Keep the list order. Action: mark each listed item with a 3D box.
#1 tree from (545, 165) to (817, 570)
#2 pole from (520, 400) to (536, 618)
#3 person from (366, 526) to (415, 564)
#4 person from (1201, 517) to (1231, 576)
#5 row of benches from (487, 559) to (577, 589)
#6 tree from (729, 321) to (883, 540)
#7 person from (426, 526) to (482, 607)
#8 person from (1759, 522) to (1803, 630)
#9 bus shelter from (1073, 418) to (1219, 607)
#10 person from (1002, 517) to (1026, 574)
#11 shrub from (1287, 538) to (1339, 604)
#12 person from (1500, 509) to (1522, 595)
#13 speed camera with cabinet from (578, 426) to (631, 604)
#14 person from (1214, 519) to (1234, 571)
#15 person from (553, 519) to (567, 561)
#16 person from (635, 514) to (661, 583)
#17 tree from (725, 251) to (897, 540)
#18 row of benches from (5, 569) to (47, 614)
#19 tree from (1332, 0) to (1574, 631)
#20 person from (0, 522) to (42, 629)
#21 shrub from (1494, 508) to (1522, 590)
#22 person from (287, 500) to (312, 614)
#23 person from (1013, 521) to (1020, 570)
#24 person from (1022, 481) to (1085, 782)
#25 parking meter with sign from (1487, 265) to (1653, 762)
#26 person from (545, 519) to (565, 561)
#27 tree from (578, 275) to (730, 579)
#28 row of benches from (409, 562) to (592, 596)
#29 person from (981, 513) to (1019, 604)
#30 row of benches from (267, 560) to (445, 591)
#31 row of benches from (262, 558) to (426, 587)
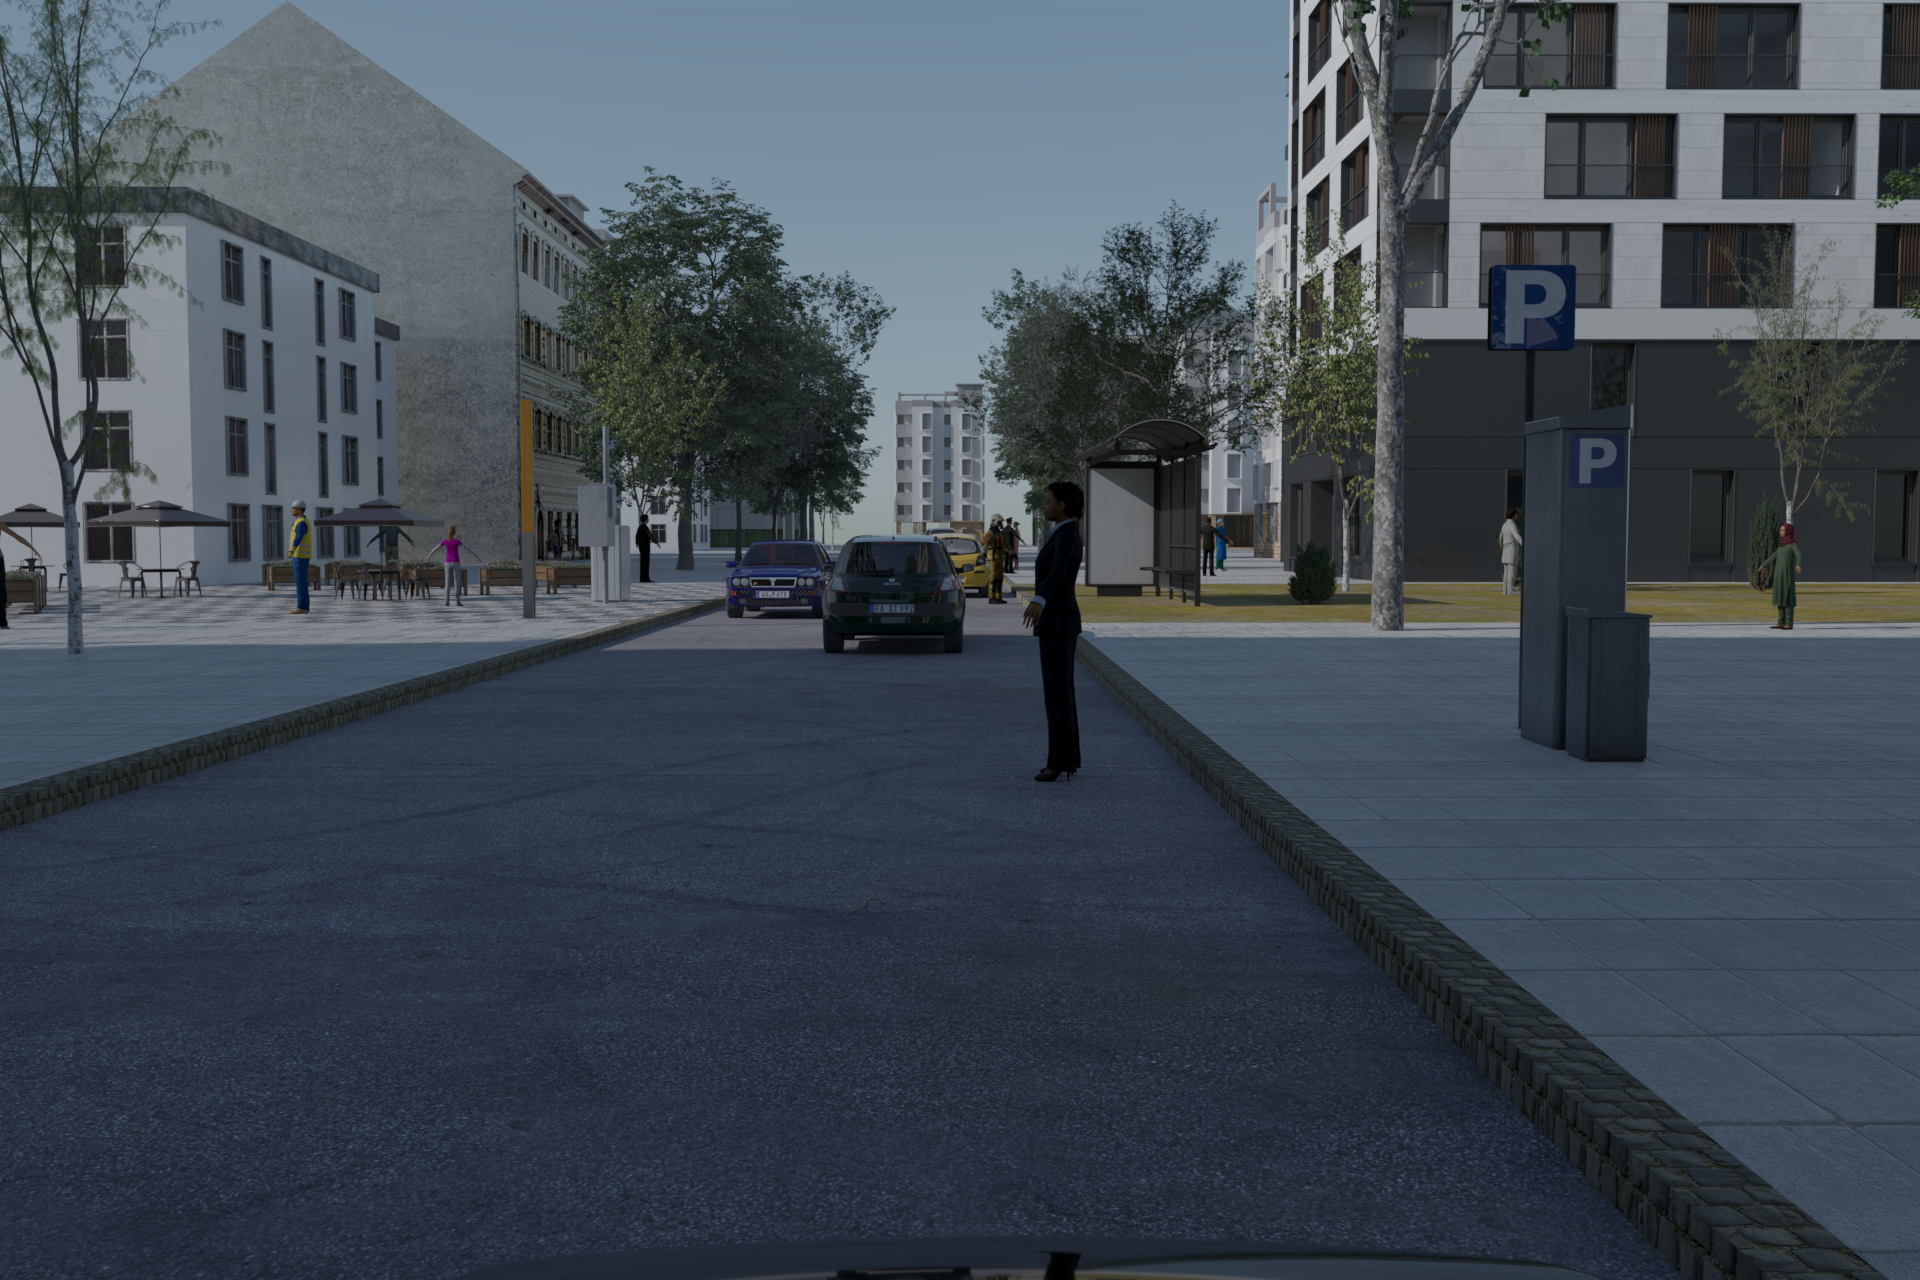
[{"bbox_3d":[-9.714,-9.474,61.556,9.857,13.997,8.962,0,3,0],"label":"tree"},{"bbox_3d":[-6.586,-1.991,26.402,0.158,3.312,0.155,0,3,0],"label":"pole"},{"bbox_3d":[-15.729,-2.547,47.917,1.348,1.796,0.705,0,4,2],"label":"person"},{"bbox_3d":[7.612,-2.857,52.942,1.346,1.802,0.704,2,4,30],"label":"person"},{"bbox_3d":[-10.415,-1.632,42.139,1.422,0.672,4.104,-3,4,-36],"label":"row of benches"},{"bbox_3d":[-9.472,-12.016,103.114,9.857,13.997,8.962,0,3,0],"label":"tree"},{"bbox_3d":[-8.971,-1.309,30.675,0.991,1.433,0.599,0,3,0],"label":"person"},{"bbox_3d":[11.034,-0.860,23.278,0.599,1.438,0.989,0,4,-4],"label":"person"},{"bbox_3d":[3.419,-2.388,32.975,2.014,3.302,5.546,0,4,-2],"label":"bus shelter"},{"bbox_3d":[1.612,-3.069,56.111,0.705,1.837,1.347,-3,5,-40],"label":"person"},{"bbox_3d":[6.447,-1.256,31.661,1.383,1.207,1.383,0,3,0],"label":"shrub"},{"bbox_3d":[11.663,-1.859,36.584,0.705,1.806,1.347,0,4,-5],"label":"person"},{"bbox_3d":[-6.664,-2.332,32.460,0.660,3.252,2.038,0,3,0],"label":"speed camera with cabinet"},{"bbox_3d":[9.076,-3.304,60.144,0.704,1.817,1.347,3,4,38],"label":"person"},{"bbox_3d":[-14.545,-3.472,62.913,0.704,1.843,1.345,0,4,2],"label":"person"},{"bbox_3d":[-8.275,-2.413,45.631,0.705,1.806,1.347,-3,4,-36],"label":"person"},{"bbox_3d":[-10.967,-15.942,116.539,12.611,20.169,13.585,0,3,0],"label":"tree"},{"bbox_3d":[-15.906,-0.849,29.342,1.422,0.672,4.104,-2,4,-26],"label":"row of benches"},{"bbox_3d":[6.795,-10.129,21.496,12.611,20.169,13.585,0,3,0],"label":"tree"},{"bbox_3d":[-13.090,-1.015,23.400,1.217,1.737,0.721,-2,4,-25],"label":"person"},{"bbox_3d":[13.085,-2.166,39.463,1.661,2.075,1.752,0,3,0],"label":"shrub"},{"bbox_3d":[-10.634,-1.338,27.844,0.705,1.833,1.349,-1,4,-16],"label":"person"},{"bbox_3d":[1.909,-3.364,61.804,0.721,1.733,1.217,-1,4,-16],"label":"person"},{"bbox_3d":[0.508,-0.059,10.142,0.721,1.740,1.216,1,4,9],"label":"person"},{"bbox_3d":[3.713,-0.871,10.499,0.543,3.016,1.738,0,3,0],"label":"parking meter with sign"},{"bbox_3d":[-15.018,-3.585,64.466,0.705,1.847,1.347,-3,5,-42],"label":"person"},{"bbox_3d":[-8.966,-6.048,49.246,4.737,8.622,4.395,0,3,0],"label":"tree"},{"bbox_3d":[-9.555,-1.311,36.905,4.104,0.672,1.422,-2,4,-28],"label":"row of benches"},{"bbox_3d":[0.766,-1.667,35.482,0.705,1.858,1.354,2,4,32],"label":"person"},{"bbox_3d":[-13.844,-1.513,40.205,4.104,0.672,1.422,-2,4,-29],"label":"row of benches"},{"bbox_3d":[-15.130,-1.689,43.076,4.104,0.672,1.422,-1,4,-16],"label":"row of benches"}]
